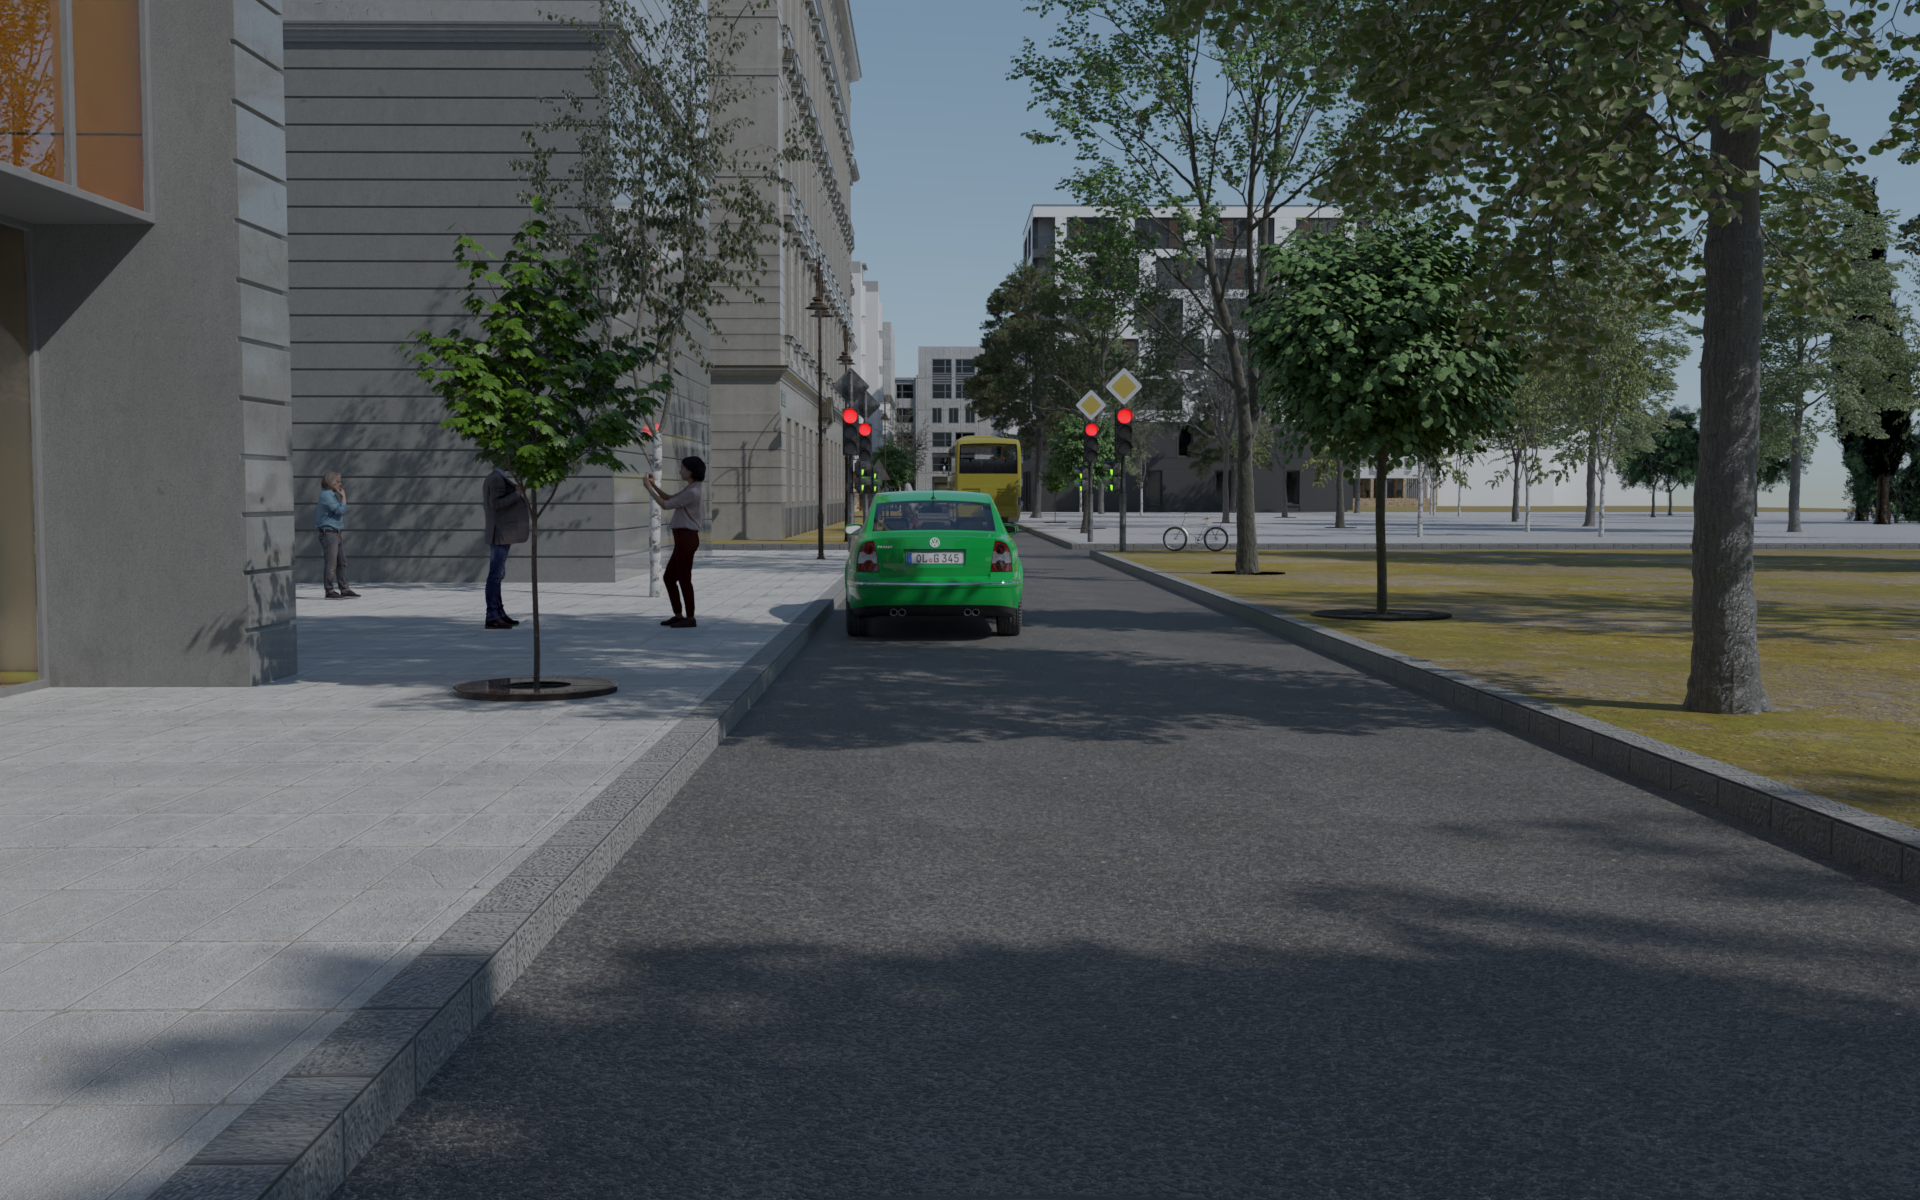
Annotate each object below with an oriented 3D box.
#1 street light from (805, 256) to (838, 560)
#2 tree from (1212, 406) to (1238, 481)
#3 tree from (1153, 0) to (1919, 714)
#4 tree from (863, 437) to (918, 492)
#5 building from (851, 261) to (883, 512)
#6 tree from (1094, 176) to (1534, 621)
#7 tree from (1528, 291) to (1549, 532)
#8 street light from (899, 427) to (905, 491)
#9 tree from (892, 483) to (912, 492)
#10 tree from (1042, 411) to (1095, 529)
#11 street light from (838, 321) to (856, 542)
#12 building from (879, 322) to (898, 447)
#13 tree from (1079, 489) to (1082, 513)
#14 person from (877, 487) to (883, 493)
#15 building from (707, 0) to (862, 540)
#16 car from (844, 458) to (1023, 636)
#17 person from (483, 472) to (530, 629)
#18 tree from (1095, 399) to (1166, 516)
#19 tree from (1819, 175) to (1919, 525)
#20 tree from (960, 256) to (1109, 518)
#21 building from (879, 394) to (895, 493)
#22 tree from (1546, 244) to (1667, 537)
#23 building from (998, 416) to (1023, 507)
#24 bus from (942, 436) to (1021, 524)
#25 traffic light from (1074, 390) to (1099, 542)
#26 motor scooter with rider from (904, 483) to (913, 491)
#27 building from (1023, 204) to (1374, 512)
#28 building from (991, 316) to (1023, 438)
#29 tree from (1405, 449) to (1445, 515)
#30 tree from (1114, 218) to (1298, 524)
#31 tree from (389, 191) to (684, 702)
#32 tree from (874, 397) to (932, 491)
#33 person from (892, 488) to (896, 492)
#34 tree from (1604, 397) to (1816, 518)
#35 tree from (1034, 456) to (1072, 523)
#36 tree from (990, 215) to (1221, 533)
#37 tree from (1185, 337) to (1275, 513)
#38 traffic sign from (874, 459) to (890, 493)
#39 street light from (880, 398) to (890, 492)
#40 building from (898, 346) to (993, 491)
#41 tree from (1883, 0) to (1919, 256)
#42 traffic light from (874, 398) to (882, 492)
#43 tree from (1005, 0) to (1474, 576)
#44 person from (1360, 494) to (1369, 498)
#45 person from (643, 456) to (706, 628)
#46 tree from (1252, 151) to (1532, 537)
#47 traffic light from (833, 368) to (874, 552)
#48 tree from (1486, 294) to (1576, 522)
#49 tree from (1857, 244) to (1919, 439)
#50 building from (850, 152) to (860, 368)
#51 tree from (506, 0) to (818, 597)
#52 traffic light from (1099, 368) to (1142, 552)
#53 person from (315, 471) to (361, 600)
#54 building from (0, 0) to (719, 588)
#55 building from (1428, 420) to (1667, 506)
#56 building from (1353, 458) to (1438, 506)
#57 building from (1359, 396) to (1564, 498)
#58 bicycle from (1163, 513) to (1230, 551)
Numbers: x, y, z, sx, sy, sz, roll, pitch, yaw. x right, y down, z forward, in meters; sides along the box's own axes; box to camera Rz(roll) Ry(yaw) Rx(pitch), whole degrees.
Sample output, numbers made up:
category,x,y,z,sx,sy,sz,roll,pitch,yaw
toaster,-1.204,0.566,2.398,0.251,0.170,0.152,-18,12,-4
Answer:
category,x,y,z,sx,sy,sz,roll,pitch,yaw
street light,-2.729,-3.733,33.814,0.468,5.910,1.993,0,4,-1
tree,17.852,-9.723,109.341,4.737,8.622,4.395,0,3,0
tree,4.488,-5.587,9.471,7.486,12.596,7.792,0,3,0
tree,-4.107,-7.036,98.752,4.285,4.588,4.351,0,3,0
building,-14.218,-17.325,139.690,16.016,20.091,11.380,0,4,-1
tree,4.482,-2.106,18.148,4.285,4.588,4.351,0,3,0
tree,13.819,-6.154,50.978,4.737,8.622,4.395,0,3,0
street light,-3.924,-8.815,116.911,0.468,5.910,1.993,0,4,-1
tree,-4.777,-8.711,137.031,1.663,3.219,1.824,0,3,0
tree,4.717,-4.905,63.912,4.285,4.588,4.351,0,3,0
street light,-3.054,-4.509,46.503,0.468,5.910,1.993,0,4,-1
building,-22.943,-19.559,186.250,31.486,18.905,16.747,0,4,-1
tree,8.371,-10.350,119.576,4.360,8.622,3.978,0,3,0
person,-3.962,-4.726,84.779,0.415,1.643,0.593,0,4,-6
building,-13.193,-17.888,68.881,17.030,29.872,44.131,0,4,-1
car,-0.304,-0.616,18.862,1.959,1.807,4.718,0,4,-2
person,-4.349,-0.596,16.606,0.431,1.722,0.655,-1,4,-15
tree,10.577,-9.334,102.978,4.360,8.622,3.978,0,3,0
tree,43.384,-10.676,76.380,13.155,14.587,18.604,0,4,1
tree,4.145,-11.281,91.863,7.806,13.903,7.818,0,3,0
building,-10.547,-13.309,159.753,9.099,9.664,28.070,0,4,-1
tree,19.211,-6.208,51.860,4.737,8.622,4.395,0,3,0
building,8.736,-13.949,170.215,9.099,9.664,28.070,0,4,-1
bus,0.867,-4.923,72.030,2.896,3.916,12.252,0,4,-2
traffic light,3.462,-3.484,46.204,0.839,4.213,0.868,0,4,-1
motor scooter with rider,-1.384,-2.418,48.496,0.876,1.779,1.986,0,4,0
building,18.840,-18.040,138.927,27.936,21.610,32.646,0,4,-1
building,11.500,-20.413,190.176,16.016,20.091,11.380,0,4,-1
tree,29.439,-9.679,108.610,4.360,8.622,3.978,0,3,0
tree,11.614,-10.105,75.582,12.009,13.543,11.850,0,3,0
tree,-2.603,-1.010,11.123,1.663,3.219,1.824,0,3,0
tree,-4.259,-10.934,129.130,4.360,8.622,3.978,0,3,0
person,-6.806,-11.258,190.838,0.721,1.735,1.217,0,4,1
tree,43.083,-8.422,100.606,11.467,7.101,20.602,1,4,18
tree,4.267,-5.027,76.791,1.663,3.219,1.824,0,3,0
tree,4.329,-7.440,56.059,7.601,10.594,8.767,3,4,39
tree,18.558,-11.928,117.084,6.751,12.117,7.091,0,3,0
traffic sign,-3.040,-3.950,64.589,0.884,2.594,0.081,0,4,4
street light,-3.537,-6.667,81.788,0.468,5.910,1.993,0,4,-1
building,-5.117,-21.369,215.843,31.486,18.905,16.747,0,4,-1
tree,20.714,-7.471,28.799,9.857,13.997,8.962,0,3,0
traffic light,-2.498,-3.477,46.101,0.839,4.213,0.868,0,4,-1
tree,4.549,-6.222,27.479,9.928,11.665,9.643,0,3,0
person,47.185,-11.844,202.247,1.348,1.812,0.705,3,5,43
person,-2.738,-0.559,16.643,0.566,1.644,0.517,2,4,33
tree,8.625,-5.216,35.648,4.737,8.622,4.395,0,3,0
traffic light,-2.380,-2.989,38.116,0.839,4.213,0.868,0,4,-1
tree,25.286,-8.853,79.164,8.767,10.594,7.601,3,5,39
tree,28.098,-6.050,49.284,4.737,8.622,4.395,0,3,0
building,-12.739,-18.777,104.270,12.463,27.353,25.104,0,4,-1
tree,-3.804,-4.353,21.538,4.360,8.622,3.978,0,3,0
traffic light,3.580,-2.995,38.220,0.839,4.213,0.868,0,4,-1
person,-7.590,-0.780,21.008,0.429,1.552,0.499,1,4,10
building,-19.787,-15.410,29.451,29.804,29.767,11.434,0,4,-1
building,64.230,-15.256,191.585,28.070,9.664,9.099,0,4,-1
building,44.541,-20.321,188.662,11.380,20.091,16.016,0,4,-1
building,58.342,-21.388,216.151,31.486,18.905,16.747,0,4,-1
bicycle,5.314,-1.564,38.797,1.543,0.972,0.635,1,4,14
